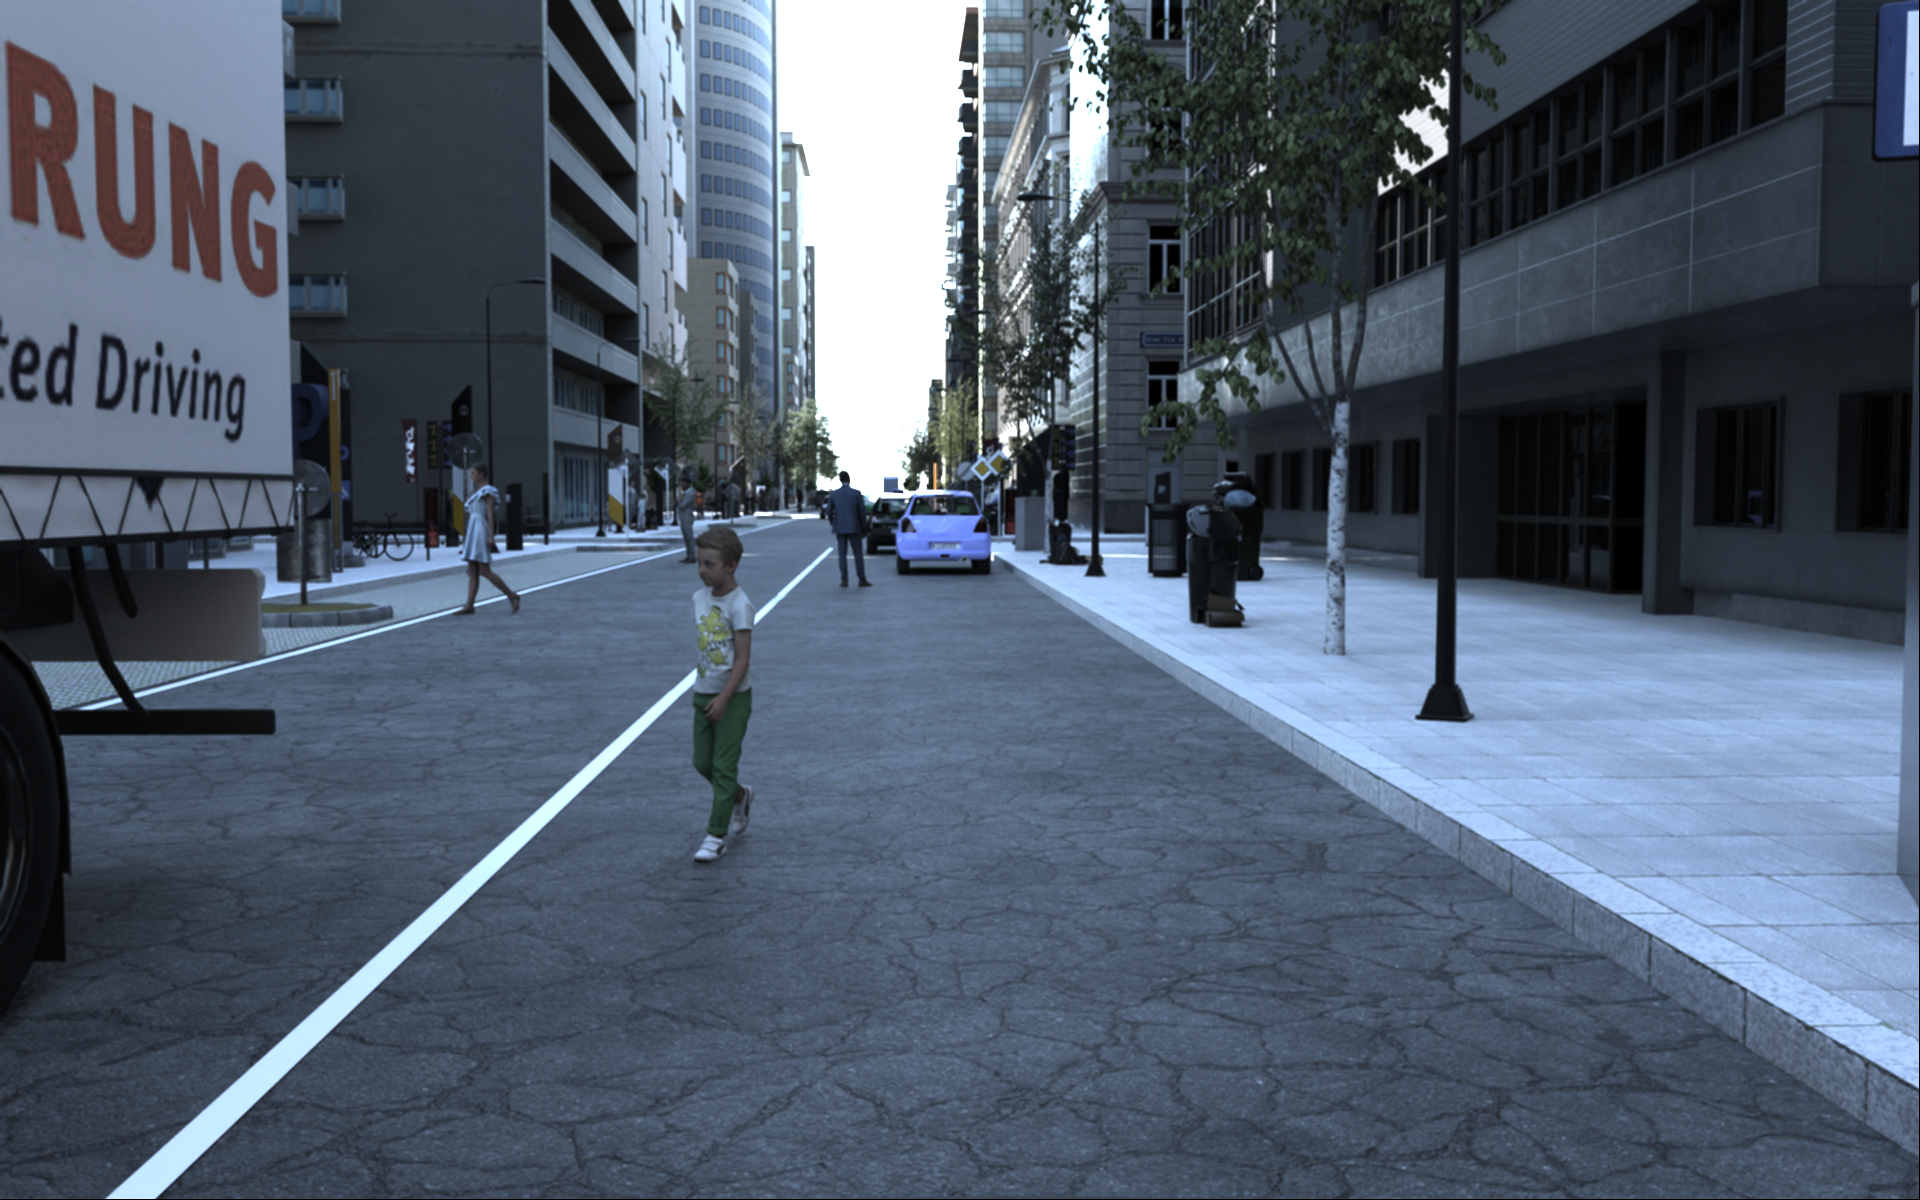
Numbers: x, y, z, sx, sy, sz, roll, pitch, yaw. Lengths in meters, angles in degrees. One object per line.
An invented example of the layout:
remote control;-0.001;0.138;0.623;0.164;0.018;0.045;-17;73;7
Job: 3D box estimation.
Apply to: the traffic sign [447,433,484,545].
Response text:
traffic sign;-10.249;-2.189;35.892;0.768;2.556;0.104;0;4;5

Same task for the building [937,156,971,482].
building;8.926;-38.103;242.596;23.786;49.044;30.456;0;4;-2

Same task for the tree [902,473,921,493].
tree;-7.491;-17.254;265.808;4.285;4.588;4.351;0;3;0

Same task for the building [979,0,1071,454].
building;8.403;-27.619;135.165;14.154;41.232;14.086;0;4;-2

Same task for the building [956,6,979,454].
building;10.928;-30.703;156.612;22.147;44.769;28.867;0;4;-2

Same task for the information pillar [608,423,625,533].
information pillar;-11.258;-3.995;56.681;0.504;3.616;0.183;-1;4;-12

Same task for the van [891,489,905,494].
van;-8.108;-13.545;225.848;2.240;2.365;5.245;0;4;-3

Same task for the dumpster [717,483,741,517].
dumpster;-12.654;-5.445;94.778;1.264;1.857;1.865;0;4;-2

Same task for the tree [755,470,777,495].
tree;-15.310;-8.752;137.701;1.663;3.219;1.824;0;3;0

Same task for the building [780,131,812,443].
building;-36.591;-40.683;254.409;28.713;52.752;27.495;0;4;-2

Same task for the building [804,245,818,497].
building;-30.153;-36.243;276.164;14.154;41.232;14.086;0;4;-2

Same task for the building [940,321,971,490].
building;12.320;-20.906;186.852;27.650;21.520;28.899;0;4;-2

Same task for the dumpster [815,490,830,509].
dumpster;-13.284;-9.843;169.153;1.865;1.857;1.264;0;4;-1

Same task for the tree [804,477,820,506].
tree;-16.793;-12.208;194.203;1.663;3.219;1.824;0;3;0

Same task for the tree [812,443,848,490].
tree;-17.702;-16.767;224.504;4.737;8.622;4.395;0;3;0

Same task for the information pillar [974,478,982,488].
information pillar;0.849;-4.691;81.197;0.304;2.012;0.304;3;5;42

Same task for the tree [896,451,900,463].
tree;-4.753;-14.807;192.456;4.737;8.622;4.395;0;3;0

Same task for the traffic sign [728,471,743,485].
traffic sign;-12.643;-5.945;97.207;0.884;2.594;0.081;0;4;6

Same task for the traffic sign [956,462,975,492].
traffic sign;0.237;-4.145;67.872;0.768;2.556;0.104;0;4;5

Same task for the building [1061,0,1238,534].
building;16.513;-16.131;60.998;25.104;27.353;12.463;0;4;-2

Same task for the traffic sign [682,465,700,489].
traffic sign;-11.748;-4.616;75.575;0.768;2.556;0.104;0;4;0

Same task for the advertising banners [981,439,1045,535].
advertising banners;1.670;-3.579;54.704;2.074;3.025;0.090;1;4;16

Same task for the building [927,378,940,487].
building;8.897;-26.180;273.081;27.650;21.520;28.899;0;4;-2

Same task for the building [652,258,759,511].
building;-31.378;-18.115;141.215;27.650;21.520;28.899;0;4;-2

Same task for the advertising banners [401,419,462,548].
advertising banners;-12.587;-2.757;41.264;0.090;3.025;2.074;1;4;22

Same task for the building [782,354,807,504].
building;-34.718;-23.378;227.271;27.650;21.520;28.899;0;4;-2

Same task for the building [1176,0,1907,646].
building;12.768;-12.682;26.424;14.314;24.678;30.058;0;4;-2

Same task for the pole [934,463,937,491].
pole;-1.602;-7.329;113.677;0.158;3.312;0.155;0;3;0

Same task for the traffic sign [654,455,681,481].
traffic sign;-8.789;-3.043;51.949;0.795;2.593;0.064;0;4;-2

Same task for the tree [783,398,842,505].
tree;-17.457;-17.487;204.037;7.486;12.596;7.792;0;3;0

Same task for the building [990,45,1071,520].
building;11.546;-20.076;104.665;17.030;29.872;44.131;0;4;-2

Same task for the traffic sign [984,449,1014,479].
traffic sign;1.021;-2.578;44.333;0.795;2.593;0.064;0;4;-2

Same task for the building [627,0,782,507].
building;-28.927;-38.331;168.709;21.231;58.520;28.212;0;4;-2

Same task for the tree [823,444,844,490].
tree;-18.859;-18.328;250.023;4.360;8.622;3.978;0;3;0

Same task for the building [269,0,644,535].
building;-24.054;-26.893;63.399;21.300;48.544;21.600;0;4;-2

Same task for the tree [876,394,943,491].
tree;-5.032;-18.413;211.425;12.009;13.543;11.850;0;3;0

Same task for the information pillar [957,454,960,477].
information pillar;-0.099;-6.664;100.304;0.183;3.616;0.504;1;4;9

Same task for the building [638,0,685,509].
building;-30.024;-31.013;96.297;28.713;52.752;27.495;0;4;-2

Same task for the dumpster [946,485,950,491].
dumpster;-0.014;-4.538;79.952;1.264;1.857;1.865;0;4;-2

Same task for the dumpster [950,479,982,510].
dumpster;0.365;-3.875;69.111;1.264;1.857;1.865;0;4;-2

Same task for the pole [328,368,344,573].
pole;-10.177;-2.104;28.241;0.158;3.312;0.155;0;3;0

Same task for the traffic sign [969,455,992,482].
traffic sign;0.698;-3.066;52.311;0.795;2.593;0.064;0;4;-2

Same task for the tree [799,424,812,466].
tree;-14.587;-11.745;142.394;4.360;8.622;3.978;0;3;0

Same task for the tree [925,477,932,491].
tree;-2.700;-10.980;174.128;1.663;3.219;1.824;0;3;0

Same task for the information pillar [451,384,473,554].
information pillar;-10.641;-2.798;37.108;0.504;3.616;0.183;1;4;22

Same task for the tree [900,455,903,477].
tree;-3.526;-14.029;179.743;4.737;8.622;4.395;0;3;0

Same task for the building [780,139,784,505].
building;-26.964;-31.007;190.566;14.154;41.232;14.086;0;4;-2

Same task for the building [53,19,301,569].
building;-28.393;-24.969;27.851;30.456;49.044;23.786;0;4;-2

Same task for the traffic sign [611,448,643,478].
traffic sign;-8.466;-2.555;43.971;0.795;2.593;0.064;0;4;-2

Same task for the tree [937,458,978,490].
tree;0.238;-5.499;84.502;1.663;3.219;1.824;0;3;0
